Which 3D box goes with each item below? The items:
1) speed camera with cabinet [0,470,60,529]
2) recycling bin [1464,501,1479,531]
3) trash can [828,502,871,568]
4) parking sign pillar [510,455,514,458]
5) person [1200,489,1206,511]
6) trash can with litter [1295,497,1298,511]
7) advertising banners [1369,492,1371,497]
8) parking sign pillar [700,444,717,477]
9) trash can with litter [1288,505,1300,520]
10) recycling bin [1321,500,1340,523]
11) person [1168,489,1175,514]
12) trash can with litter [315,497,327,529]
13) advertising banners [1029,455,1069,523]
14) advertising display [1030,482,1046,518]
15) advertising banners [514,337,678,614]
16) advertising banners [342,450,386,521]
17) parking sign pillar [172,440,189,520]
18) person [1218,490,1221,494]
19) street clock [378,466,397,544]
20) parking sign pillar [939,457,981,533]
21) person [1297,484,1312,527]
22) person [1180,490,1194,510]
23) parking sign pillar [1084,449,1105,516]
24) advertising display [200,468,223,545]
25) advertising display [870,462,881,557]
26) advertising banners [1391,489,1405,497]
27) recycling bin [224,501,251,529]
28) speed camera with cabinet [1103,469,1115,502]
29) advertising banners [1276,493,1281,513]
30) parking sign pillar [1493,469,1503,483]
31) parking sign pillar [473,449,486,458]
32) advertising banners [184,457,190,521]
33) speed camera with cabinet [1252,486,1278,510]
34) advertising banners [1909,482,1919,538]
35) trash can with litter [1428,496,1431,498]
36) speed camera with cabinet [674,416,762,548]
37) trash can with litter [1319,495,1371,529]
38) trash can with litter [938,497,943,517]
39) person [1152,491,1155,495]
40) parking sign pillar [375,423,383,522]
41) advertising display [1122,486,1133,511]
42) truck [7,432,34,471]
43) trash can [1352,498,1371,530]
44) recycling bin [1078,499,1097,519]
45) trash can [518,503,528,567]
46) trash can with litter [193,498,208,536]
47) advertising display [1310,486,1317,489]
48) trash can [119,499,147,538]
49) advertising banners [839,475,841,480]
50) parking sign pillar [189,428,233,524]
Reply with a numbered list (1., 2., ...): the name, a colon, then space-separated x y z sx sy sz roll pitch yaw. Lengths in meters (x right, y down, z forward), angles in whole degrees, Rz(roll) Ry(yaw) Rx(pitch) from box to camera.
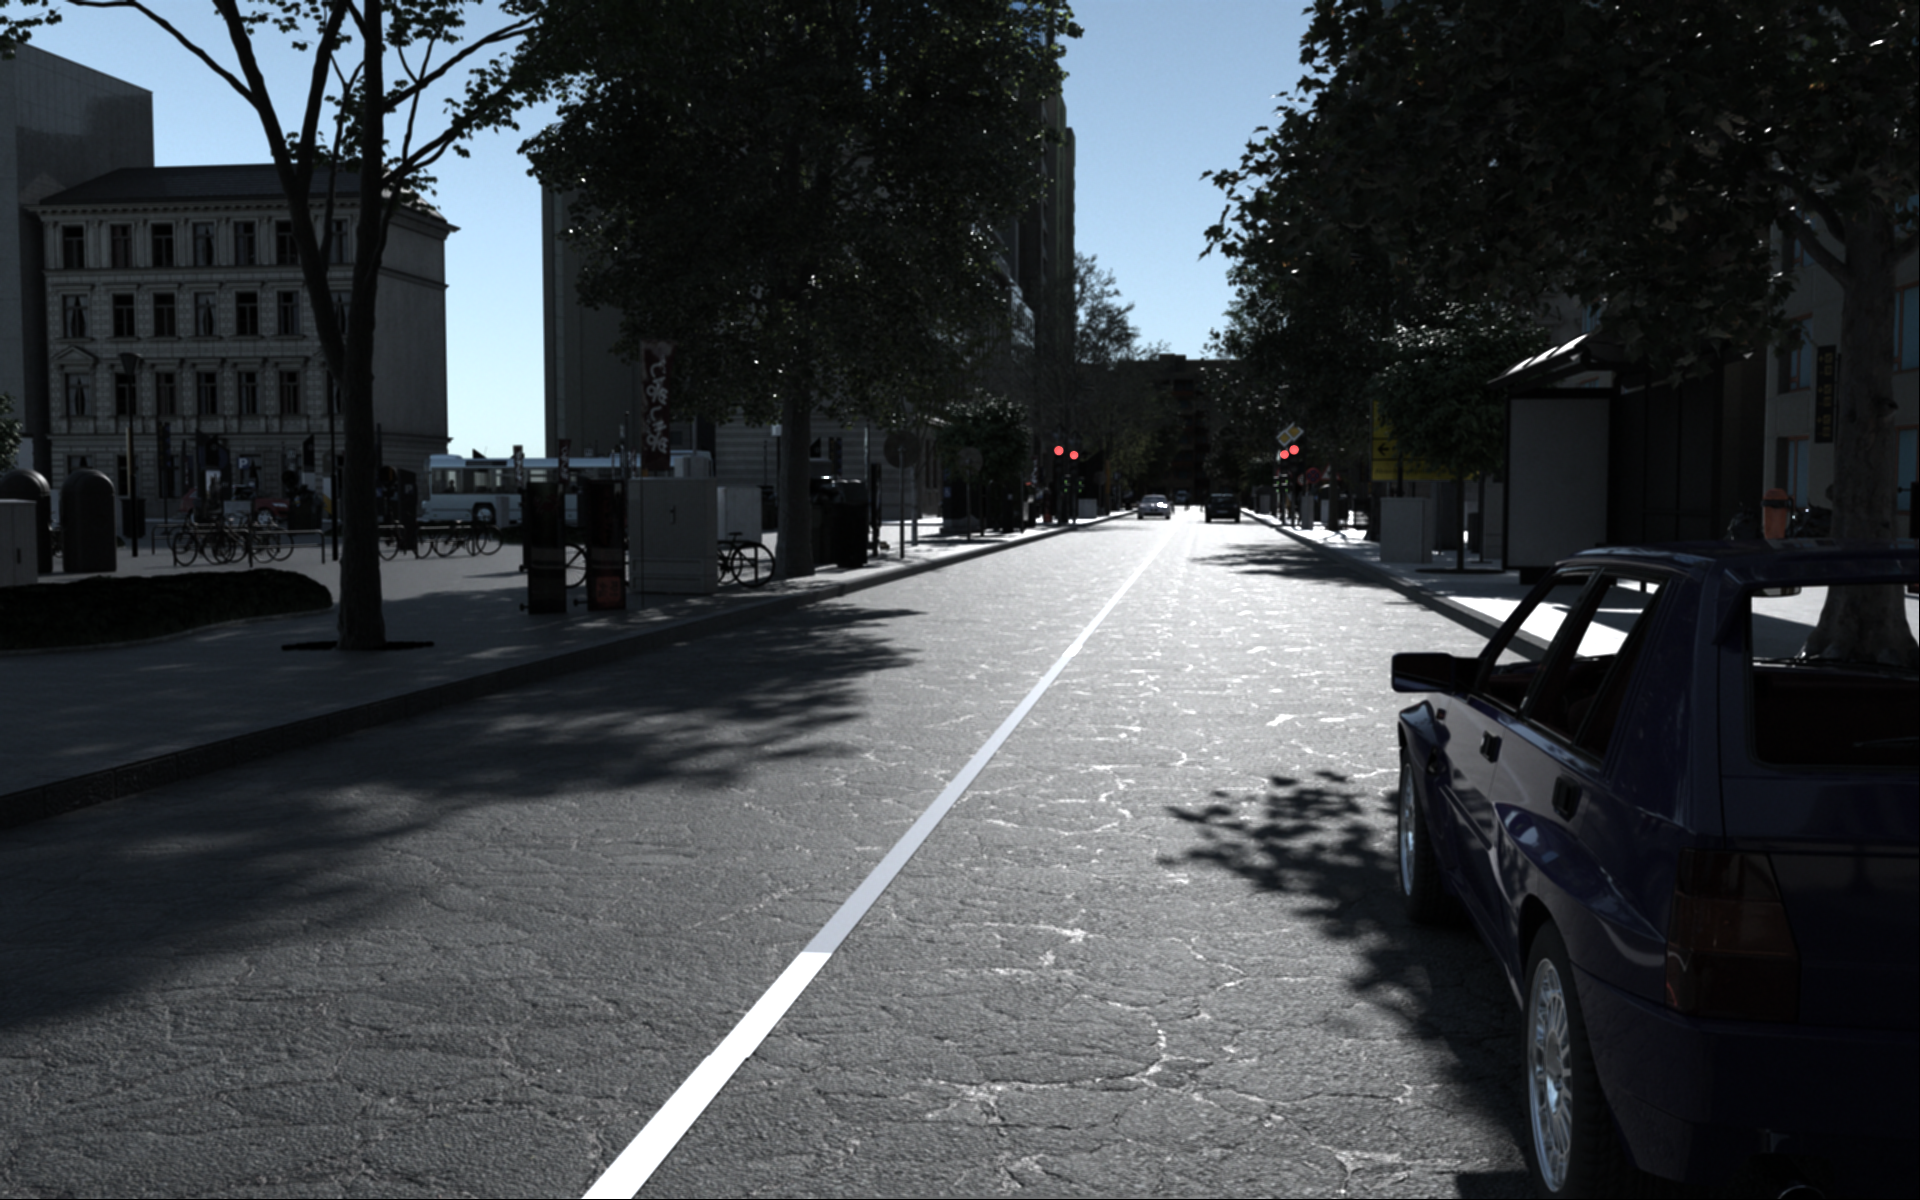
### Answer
1. speed camera with cabinet: -32.809 -4.067 60.831 2.038 3.252 0.660 0 4 1
2. recycling bin: 17.994 -2.966 61.045 0.722 1.027 0.722 -1 4 -9
3. trash can: -1.925 -1.140 30.288 0.748 1.137 0.748 0 3 0
4. parking sign pillar: -27.352 -7.153 105.429 1.447 3.967 1.447 2 4 33
5. person: 20.128 -8.212 142.539 0.755 1.850 0.659 0 4 8
6. trash can with litter: 24.921 -7.141 128.149 1.055 1.170 0.624 -2 4 -27
7. advertising banners: 25.141 -6.691 105.589 0.090 3.025 2.074 0 4 6
8. parking sign pillar: -13.272 -6.387 92.902 1.447 3.967 1.447 -2 4 -28
9. trash can with litter: 17.418 -4.675 87.494 1.678 1.210 2.233 2 4 28
10. recycling bin: 16.237 -3.874 75.896 0.722 1.027 0.722 1 4 21
11. person: 15.017 -6.986 123.273 0.519 1.759 0.362 1 4 16
12. trash can with litter: -23.726 -3.194 63.614 0.624 1.170 1.055 0 3 0
13. advertising banners: 3.949 -4.969 77.433 2.074 3.025 0.090 2 4 34
14. advertising display: 4.173 -5.432 94.022 0.974 1.923 0.123 1 4 9
15. advertising banners: -3.929 -1.398 19.046 0.090 3.025 2.074 3 5 44
16. advertising banners: -23.521 -4.449 68.922 2.074 3.025 0.090 0 4 -1
17. parking sign pillar: -38.551 -5.986 86.347 1.447 3.967 1.447 -2 4 -30
18. person: 24.462 -9.458 163.152 0.705 1.823 1.348 1 4 19
19. street clock: -14.778 -2.461 44.811 0.471 2.002 0.358 0 4 2
20. parking sign pillar: 0.043 -4.196 57.070 1.447 3.967 1.447 -3 5 -44
21. person: 14.093 -3.810 70.764 0.622 1.834 0.822 0 4 -7
22. person: 20.277 -8.942 154.691 1.348 1.826 0.705 -1 4 -17
23. parking sign pillar: 7.961 -7.050 103.743 1.447 3.967 1.447 1 4 17
24. advertising display: -18.667 -2.326 43.242 0.123 1.923 0.974 0 4 0
25. advertising display: -1.733 -1.867 35.739 0.123 1.923 0.974 0 4 3
26. advertising banners: 13.445 -3.536 54.000 0.090 3.025 2.074 3 4 36
27. recycling bin: -26.985 -3.189 64.700 0.722 1.027 0.722 0 4 3
28. speed camera with cabinet: 11.849 -8.809 138.370 0.660 3.252 2.038 -1 4 -10
29. advertising banners: 21.649 -7.369 116.674 0.090 3.025 2.074 -2 4 -27
30. parking sign pillar: 19.484 -4.435 60.988 1.447 3.967 1.447 3 4 36
31. parking sign pillar: -28.334 -7.024 103.306 1.447 3.967 1.447 -2 4 -33
32. advertising banners: -37.075 -5.350 83.657 0.090 3.025 2.074 0 4 -5
33. speed camera with cabinet: 24.527 -8.863 139.250 2.038 3.252 0.660 3 4 36
34. advertising banners: 12.421 -1.593 22.227 0.090 3.025 2.074 -2 4 -28
35. trash can with litter: 22.431 -4.374 82.575 1.678 1.210 2.233 -3 5 -42
36. speed camera with cabinet: -5.788 -2.882 41.464 2.038 3.252 0.660 -2 4 -33
37. trash can with litter: 14.629 -3.351 65.840 1.678 1.210 2.233 0 4 1
38. trash can with litter: -0.421 -4.029 77.263 0.624 1.170 1.055 3 5 43
39. person: 25.778 -13.669 231.858 0.599 1.838 0.709 -1 4 -18
40. parking sign pillar: -22.034 -4.704 65.390 1.447 3.967 1.447 -1 4 -19
41. advertising display: 12.975 -7.887 134.172 0.974 1.923 0.123 -1 4 -22
42. truck: -48.213 -5.520 79.157 11.283 4.237 2.839 0 4 7
43. trash can: 14.445 -3.092 62.200 0.748 1.137 0.748 0 3 0
44. recycling bin: 6.601 -4.712 89.593 0.722 1.027 0.722 -2 4 -31
45. trash can: -7.010 -1.060 28.981 0.748 1.137 0.748 0 3 0
46. trash can with litter: -22.820 -2.511 52.442 0.624 1.170 1.055 -3 4 -38
47. advertising display: 27.165 -7.814 132.969 0.123 1.923 0.974 3 4 37
48. trash can: -24.151 -2.383 50.620 0.748 1.137 0.748 0 3 0
49. advertising banners: -5.594 -5.355 83.747 0.090 3.025 2.074 1 4 14
50. parking sign pillar: -30.593 -5.051 71.058 1.447 3.967 1.447 -2 4 -34
